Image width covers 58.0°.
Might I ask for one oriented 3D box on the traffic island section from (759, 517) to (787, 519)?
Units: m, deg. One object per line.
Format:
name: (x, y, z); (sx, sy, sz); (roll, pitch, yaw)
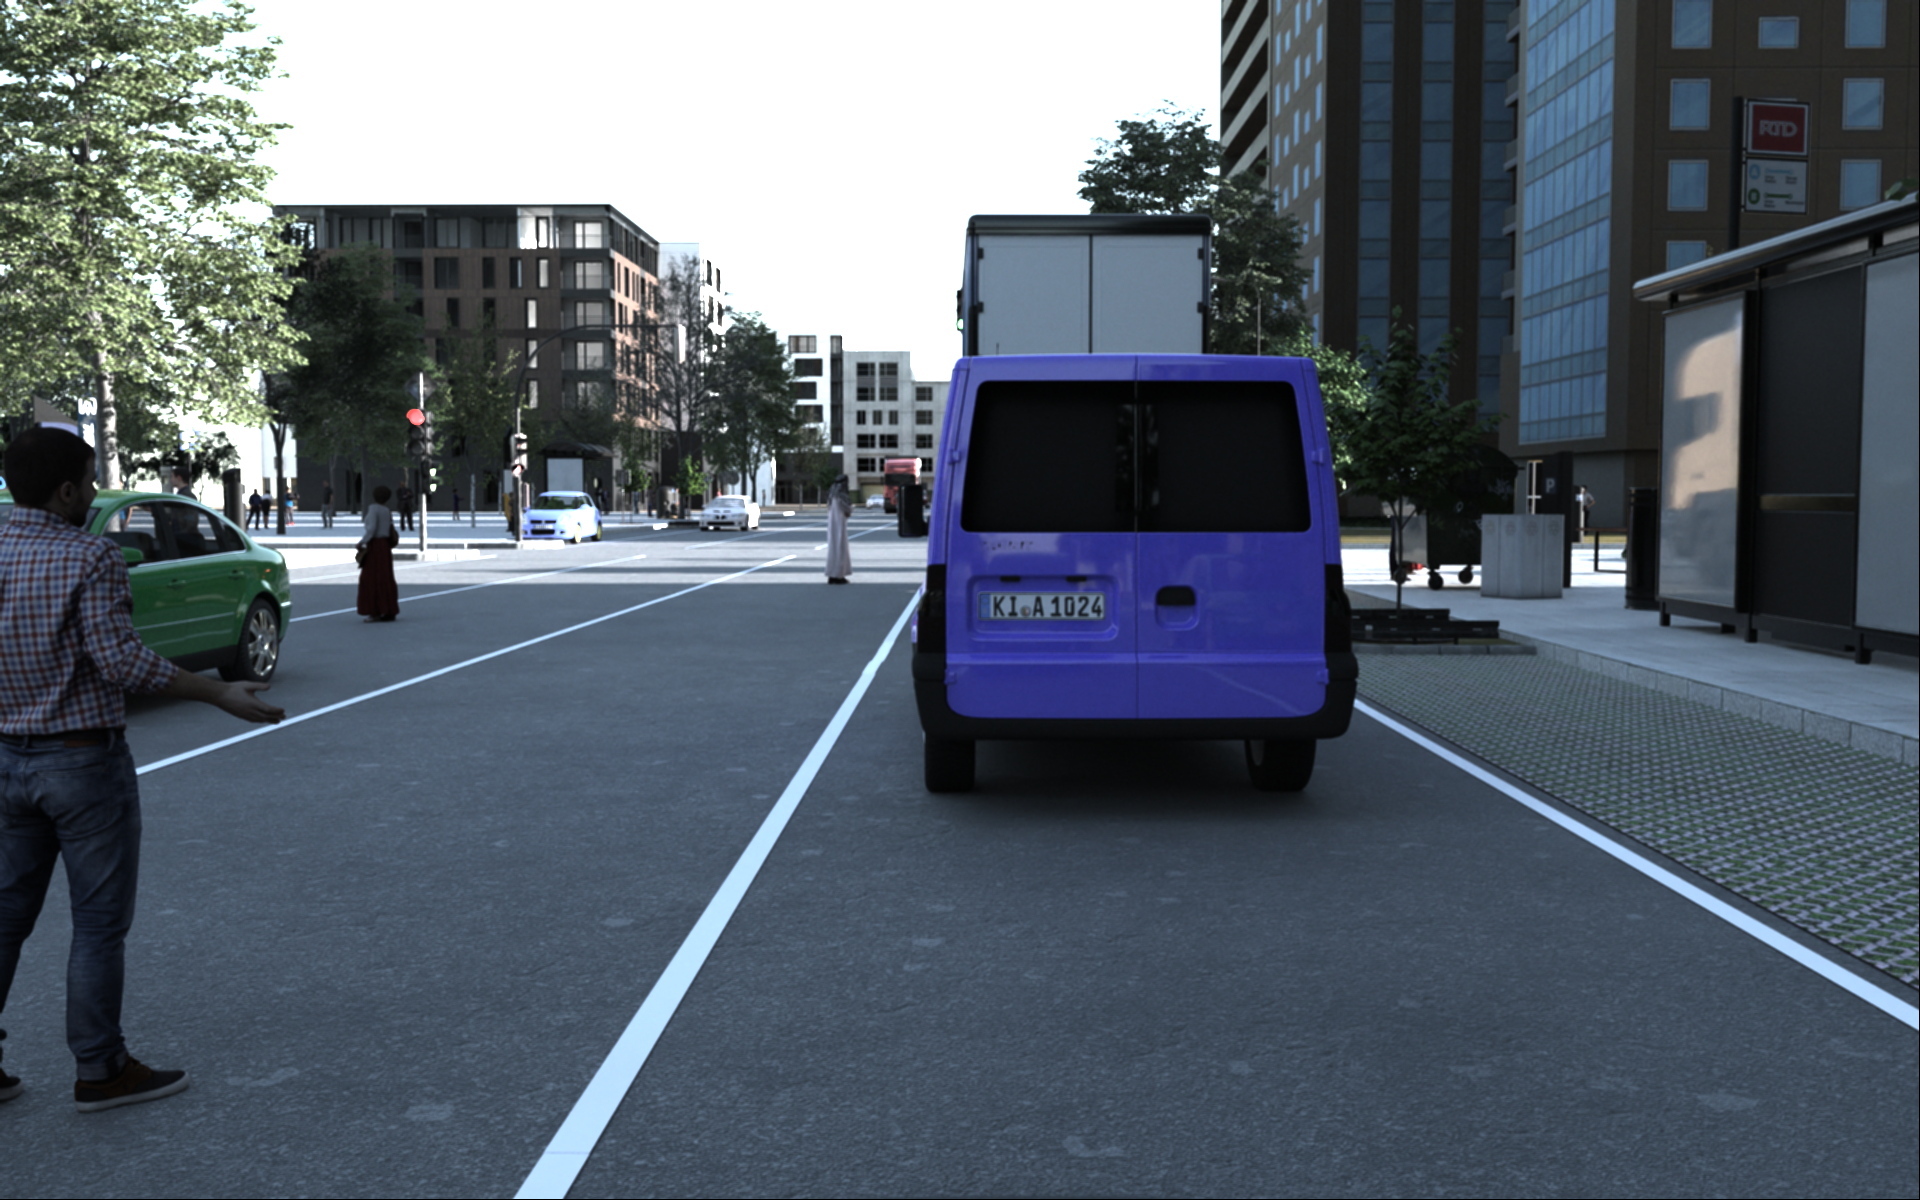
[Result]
traffic island section: (-10.902, -4.639, 98.719); (1.991, 0.108, 1.994); (0, 4, 1)

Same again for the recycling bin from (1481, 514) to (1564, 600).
recycling bin: (6.970, -0.546, 21.479); (0.722, 1.027, 0.722); (-2, 4, -25)

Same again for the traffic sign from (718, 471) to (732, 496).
traffic sign: (-13.019, -5.862, 95.955); (0.768, 2.556, 0.104); (0, 4, 1)

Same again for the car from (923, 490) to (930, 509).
car: (-4.098, -10.089, 173.633); (2.281, 1.827, 5.304); (0, 4, 3)

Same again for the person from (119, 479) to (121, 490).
person: (-15.961, -1.513, 32.643); (0.647, 1.594, 0.662); (-1, 4, -16)

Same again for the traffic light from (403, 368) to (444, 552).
traffic light: (-11.973, -3.037, 38.571); (0.839, 4.253, 0.868); (0, 4, 1)

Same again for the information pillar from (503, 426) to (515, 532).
information pillar: (-15.404, -4.144, 59.104); (0.183, 3.616, 0.504); (1, 4, 12)

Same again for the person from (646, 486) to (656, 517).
person: (-17.109, -5.452, 96.003); (0.431, 1.722, 0.655); (-3, 5, -42)

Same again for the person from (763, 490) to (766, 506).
person: (-20.344, -10.617, 180.338); (0.721, 1.736, 1.217); (0, 4, 1)

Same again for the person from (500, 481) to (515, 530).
person: (-15.898, -3.325, 60.939); (0.750, 1.759, 0.617); (0, 4, 4)

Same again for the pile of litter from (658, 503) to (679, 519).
pile of litter: (-14.693, -4.617, 89.446); (1.719, 0.858, 1.176); (0, 4, 1)

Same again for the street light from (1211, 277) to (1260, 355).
street light: (5.830, -3.952, 37.154); (1.470, 5.913, 1.316); (0, 4, 1)

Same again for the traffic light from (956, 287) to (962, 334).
traffic light: (2.294, -3.889, 38.258); (4.771, 5.953, 1.251); (0, 4, 1)

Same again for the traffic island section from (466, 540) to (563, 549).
traffic island section: (-11.908, -1.493, 46.691); (2.009, 0.180, 2.903); (0, 4, 1)

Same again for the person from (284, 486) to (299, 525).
person: (-27.694, -3.898, 71.638); (0.647, 1.594, 0.662); (-2, 4, -27)

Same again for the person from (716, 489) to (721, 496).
person: (-20.305, -8.549, 146.546); (0.721, 1.743, 1.217); (0, 4, 6)

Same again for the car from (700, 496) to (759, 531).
car: (-9.131, -3.458, 68.894); (2.083, 1.381, 4.827); (0, 4, 2)

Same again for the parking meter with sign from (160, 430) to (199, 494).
parking meter with sign: (-21.652, -3.148, 47.729); (1.738, 3.016, 0.543); (3, 4, 37)

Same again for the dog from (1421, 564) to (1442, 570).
dog: (7.850, -0.909, 29.246); (0.800, 0.831, 0.513); (-1, 4, -14)

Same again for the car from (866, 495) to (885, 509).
car: (-7.900, -9.357, 165.355); (2.083, 1.381, 4.827); (0, 4, 1)

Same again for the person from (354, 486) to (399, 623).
person: (-6.532, -0.518, 19.444); (0.387, 1.526, 0.523); (1, 4, 17)

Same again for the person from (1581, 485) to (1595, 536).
person: (19.152, -2.745, 53.133); (0.614, 1.554, 0.590); (2, 4, 25)

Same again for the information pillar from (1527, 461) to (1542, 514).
information pillar: (12.734, -2.065, 38.261); (0.304, 2.012, 0.304); (0, 4, -7)

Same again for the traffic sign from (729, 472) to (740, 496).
traffic sign: (-12.992, -6.058, 99.146); (0.768, 2.556, 0.104); (1, 4, 9)

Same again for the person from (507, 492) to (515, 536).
person: (-13.681, -2.655, 53.367); (0.340, 1.345, 0.435); (2, 4, 34)

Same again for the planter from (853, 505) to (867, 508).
planter: (-9.872, -9.452, 175.686); (1.991, 0.319, 1.994); (0, 4, 1)

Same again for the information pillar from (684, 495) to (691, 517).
information pillar: (-15.188, -5.628, 96.512); (0.304, 2.012, 0.304); (1, 4, 10)

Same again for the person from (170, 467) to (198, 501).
person: (-9.459, -0.716, 20.735); (0.750, 1.759, 0.617); (-1, 4, -17)

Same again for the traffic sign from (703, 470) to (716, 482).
traffic sign: (-14.009, -5.913, 96.404); (0.795, 2.593, 0.064); (0, 4, 2)

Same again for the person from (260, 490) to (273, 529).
person: (-25.816, -3.384, 64.559); (0.628, 1.438, 0.799); (-3, 5, -40)

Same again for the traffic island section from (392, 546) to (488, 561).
traffic island section: (-12.013, -1.005, 38.707); (2.009, 0.180, 2.903); (0, 4, 1)

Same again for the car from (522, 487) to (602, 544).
car: (-11.745, -2.526, 50.892); (1.945, 1.707, 3.694); (0, 4, 2)

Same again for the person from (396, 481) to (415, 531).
person: (-19.310, -3.280, 60.350); (0.600, 1.739, 0.565); (3, 4, 36)

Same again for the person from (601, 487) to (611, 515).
person: (-21.899, -6.123, 106.976); (0.655, 1.722, 0.431); (3, 4, 36)

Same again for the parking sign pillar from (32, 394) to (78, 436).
parking sign pillar: (-24.453, -3.591, 47.181); (1.447, 3.967, 1.447); (3, 5, 45)

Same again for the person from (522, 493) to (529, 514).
person: (-18.125, -3.811, 72.264); (0.435, 1.345, 0.340); (2, 4, 28)

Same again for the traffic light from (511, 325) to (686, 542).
traffic light: (-9.775, -4.397, 46.563); (4.771, 5.953, 1.251); (0, 4, 1)

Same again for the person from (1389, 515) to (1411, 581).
person: (6.610, -1.163, 25.757); (0.504, 1.737, 0.576); (0, 4, 4)

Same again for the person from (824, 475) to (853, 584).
person: (-1.911, -1.130, 27.651); (0.621, 1.740, 0.551); (-3, 5, -41)

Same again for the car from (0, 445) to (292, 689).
car: (-6.089, -0.167, 11.526); (1.959, 1.807, 4.718); (0, 4, 1)

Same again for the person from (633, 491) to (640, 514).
person: (-20.364, -6.249, 108.935); (0.376, 1.734, 0.841); (1, 4, 11)

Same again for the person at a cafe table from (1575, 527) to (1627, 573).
person at a cafe table: (11.307, -1.061, 28.215); (1.698, 1.238, 1.726); (-2, 4, -25)

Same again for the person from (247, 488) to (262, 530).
person: (-25.259, -3.254, 61.945); (0.574, 1.496, 0.600); (-1, 4, -21)

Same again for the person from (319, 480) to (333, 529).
person: (-23.168, -3.495, 63.311); (0.434, 1.807, 0.598); (-3, 4, -38)

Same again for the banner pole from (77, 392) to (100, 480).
banner pole: (-18.750, -2.912, 37.630); (0.401, 3.779, 0.863); (3, 4, 37)

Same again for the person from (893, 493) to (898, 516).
person: (-3.989, -6.389, 113.102); (0.875, 1.805, 0.789); (1, 4, 10)

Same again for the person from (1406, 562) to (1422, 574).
person: (7.237, -1.174, 27.699); (0.387, 1.526, 0.523); (1, 4, 15)

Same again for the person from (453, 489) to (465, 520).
person: (-24.881, -4.738, 85.886); (0.453, 1.535, 0.546); (3, 5, 43)

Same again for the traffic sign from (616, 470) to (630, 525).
traffic sign: (-14.080, -4.294, 72.341); (0.606, 2.300, 0.079); (0, 4, 4)

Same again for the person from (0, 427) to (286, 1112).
person: (-2.100, 0.391, 4.071); (0.963, 1.587, 0.435); (1, 4, 9)
